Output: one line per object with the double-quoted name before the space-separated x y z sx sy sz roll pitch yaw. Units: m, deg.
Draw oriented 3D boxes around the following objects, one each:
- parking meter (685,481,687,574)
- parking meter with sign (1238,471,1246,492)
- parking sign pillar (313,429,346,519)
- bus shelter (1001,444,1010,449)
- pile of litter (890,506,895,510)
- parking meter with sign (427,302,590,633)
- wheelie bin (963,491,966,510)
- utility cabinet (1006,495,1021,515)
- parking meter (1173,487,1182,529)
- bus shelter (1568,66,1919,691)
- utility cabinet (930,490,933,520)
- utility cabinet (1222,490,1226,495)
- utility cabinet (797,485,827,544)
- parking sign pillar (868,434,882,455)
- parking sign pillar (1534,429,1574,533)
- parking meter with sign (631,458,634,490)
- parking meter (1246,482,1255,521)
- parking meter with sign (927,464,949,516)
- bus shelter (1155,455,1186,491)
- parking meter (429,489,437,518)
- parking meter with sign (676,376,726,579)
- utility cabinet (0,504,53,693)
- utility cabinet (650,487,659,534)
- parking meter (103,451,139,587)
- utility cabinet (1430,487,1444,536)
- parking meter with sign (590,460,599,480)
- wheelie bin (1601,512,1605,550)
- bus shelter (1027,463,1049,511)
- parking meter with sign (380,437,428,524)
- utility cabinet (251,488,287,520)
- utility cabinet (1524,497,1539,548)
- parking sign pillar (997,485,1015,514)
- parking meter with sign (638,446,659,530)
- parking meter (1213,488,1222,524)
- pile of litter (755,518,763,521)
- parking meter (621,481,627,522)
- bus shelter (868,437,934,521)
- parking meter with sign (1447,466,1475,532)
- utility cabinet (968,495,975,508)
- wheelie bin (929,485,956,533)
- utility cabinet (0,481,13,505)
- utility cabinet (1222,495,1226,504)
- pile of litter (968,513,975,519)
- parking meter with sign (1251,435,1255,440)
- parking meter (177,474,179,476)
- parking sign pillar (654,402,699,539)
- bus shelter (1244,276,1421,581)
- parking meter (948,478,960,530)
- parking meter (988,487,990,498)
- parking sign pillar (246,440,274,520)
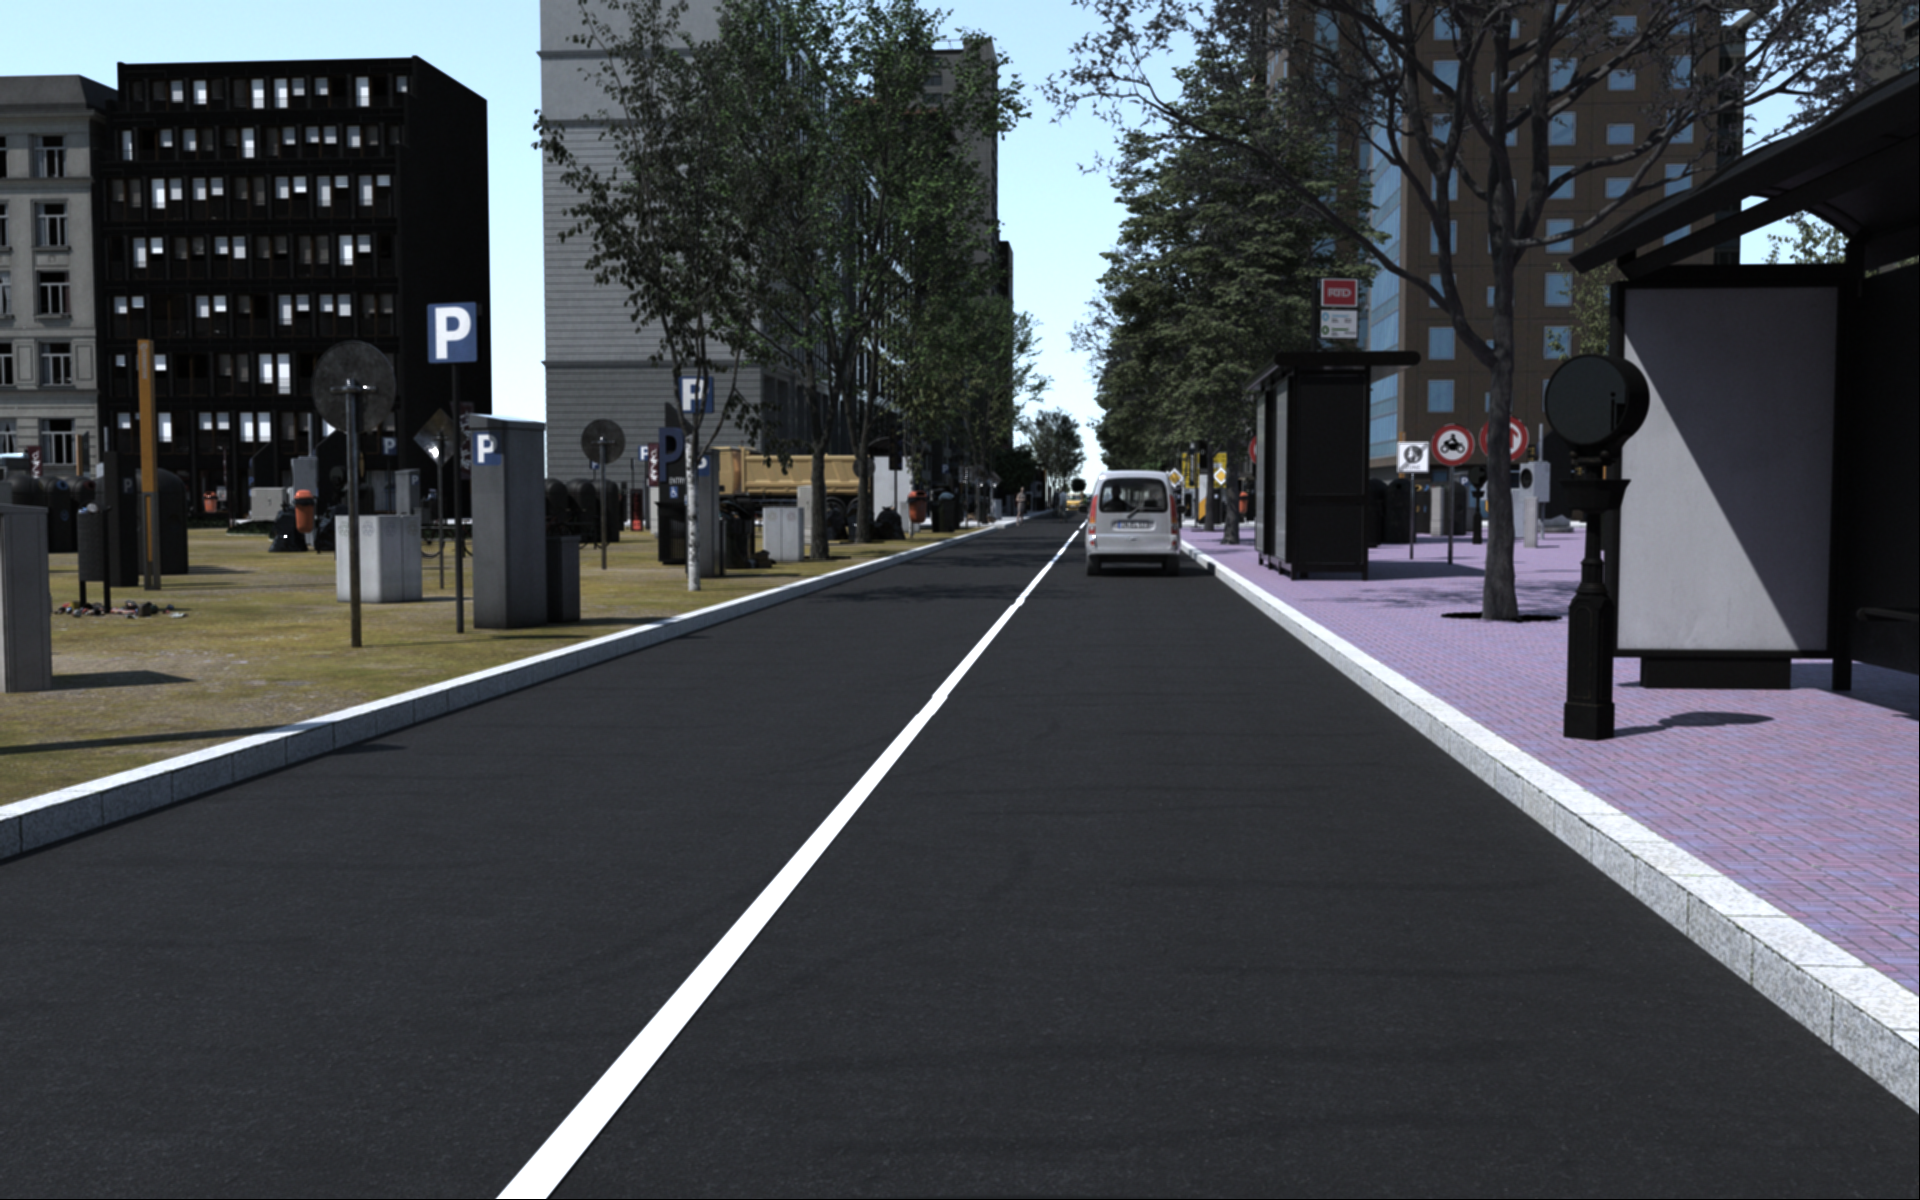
"parking meter" -4.250 -1.196 27.967 0.372 1.533 0.369 0 3 0
"parking meter with sign" 21.743 -8.217 130.602 1.738 3.016 0.543 2 4 26
"parking sign pillar" -24.333 -4.785 66.709 1.447 3.967 1.447 2 4 30
"bus shelter" 4.611 -10.073 142.320 2.179 5.291 8.768 0 4 5
"pile of litter" -2.545 -2.825 60.160 1.176 0.858 1.719 -2 4 -28
"parking meter with sign" -4.316 -1.248 16.659 0.543 3.016 1.738 1 4 21
"wheelie bin" 0.065 -7.923 137.441 0.693 1.594 0.980 -3 5 -41
"utility cabinet" 3.406 -5.929 108.097 1.020 1.237 0.306 1 4 14
"parking meter" 8.049 -3.419 64.314 0.372 1.533 0.369 0 3 0
"bus shelter" 4.849 -0.913 8.850 2.014 3.302 5.546 0 4 5
"utility cabinet" -1.292 -4.613 84.094 0.318 1.500 1.173 0 4 -2
"utility cabinet" 12.872 -4.664 84.929 0.318 1.500 1.173 3 5 39
"utility cabinet" -3.759 -2.146 43.763 0.318 1.500 1.173 -2 4 -29
"parking sign pillar" -4.089 -5.458 77.706 1.447 3.967 1.447 1 4 16
"parking sign pillar" 19.673 -4.224 57.529 1.447 3.967 1.447 -2 4 -26
"parking meter with sign" -15.115 -5.396 84.480 1.738 3.016 0.543 0 4 -5
"parking meter" 13.855 -4.706 82.653 0.399 1.863 0.255 -3 4 -36
"parking meter with sign" -1.337 -6.434 101.454 0.543 3.016 1.738 -2 4 -34
"bus shelter" 12.910 -7.016 105.990 1.731 3.624 6.357 0 4 5
"parking meter" -25.726 -4.656 84.543 0.372 1.533 0.369 0 3 0
"parking meter with sign" -3.910 -1.850 26.510 0.543 3.016 1.738 0 4 0
"utility cabinet" -6.379 -0.025 11.567 0.306 1.237 1.020 -3 5 -44
"utility cabinet" -9.207 -2.783 54.174 1.173 1.500 0.318 3 5 43
"parking meter" -11.601 -1.116 23.963 0.255 1.863 0.399 1 4 12
"utility cabinet" 14.574 -2.706 52.921 0.318 1.500 1.173 1 4 20
"parking meter with sign" -18.256 -5.350 83.736 1.738 3.016 0.543 2 4 33
"wheelie bin" 14.804 -1.937 39.579 0.693 1.594 0.980 -1 4 -12
"bus shelter" 5.828 -8.619 132.198 1.731 3.624 6.357 0 4 5
"parking meter with sign" -16.806 -3.450 52.675 1.738 3.016 0.543 2 4 33
"utility cabinet" -23.924 -3.137 59.970 1.173 1.500 0.318 1 4 9
"utility cabinet" 13.759 -1.869 41.727 0.306 1.237 1.020 1 4 20
"parking sign pillar" 3.119 -7.698 114.335 1.447 3.967 1.447 2 4 32
"parking meter with sign" -11.139 -4.082 62.995 0.543 3.016 1.738 1 4 8
"parking meter" 10.878 -3.960 73.164 0.372 1.533 0.369 0 3 0
"pile of litter" -9.290 -4.323 84.650 1.719 0.858 1.176 -1 4 -18
"parking meter" -15.396 -4.507 79.392 0.255 1.863 0.399 -1 4 -12
"bus shelter" -2.242 -4.282 63.933 2.014 3.302 5.546 0 4 5
"parking meter with sign" 17.039 -3.844 59.113 0.543 3.016 1.738 -1 4 -11
"utility cabinet" 1.034 -7.631 135.931 1.020 1.237 0.306 -3 5 -42
"wheelie bin" -0.574 -3.051 57.790 0.980 1.594 0.693 3 5 41
"utility cabinet" -15.974 -1.191 28.158 1.173 1.500 0.318 1 4 15
"utility cabinet" 12.419 -4.276 81.070 1.020 1.237 0.306 1 4 13
"pile of litter" 0.825 -4.616 89.439 1.719 0.858 1.176 -2 4 -27
"parking meter with sign" 9.382 -3.342 50.910 0.543 3.016 1.738 -3 4 -38
"parking meter" -23.347 -2.789 51.316 0.399 1.863 0.255 -1 4 -16
"parking sign pillar" -8.189 -3.789 50.417 1.447 3.967 1.447 3 5 39
"bus shelter" 6.077 -3.185 29.706 2.179 5.291 8.768 0 4 5
"parking meter" -0.209 -3.423 61.670 0.255 1.863 0.399 3 5 42
"parking meter" 2.233 -7.412 126.893 0.255 1.863 0.399 3 5 40
"parking sign pillar" -34.682 -5.962 85.950 1.447 3.967 1.447 1 4 23
